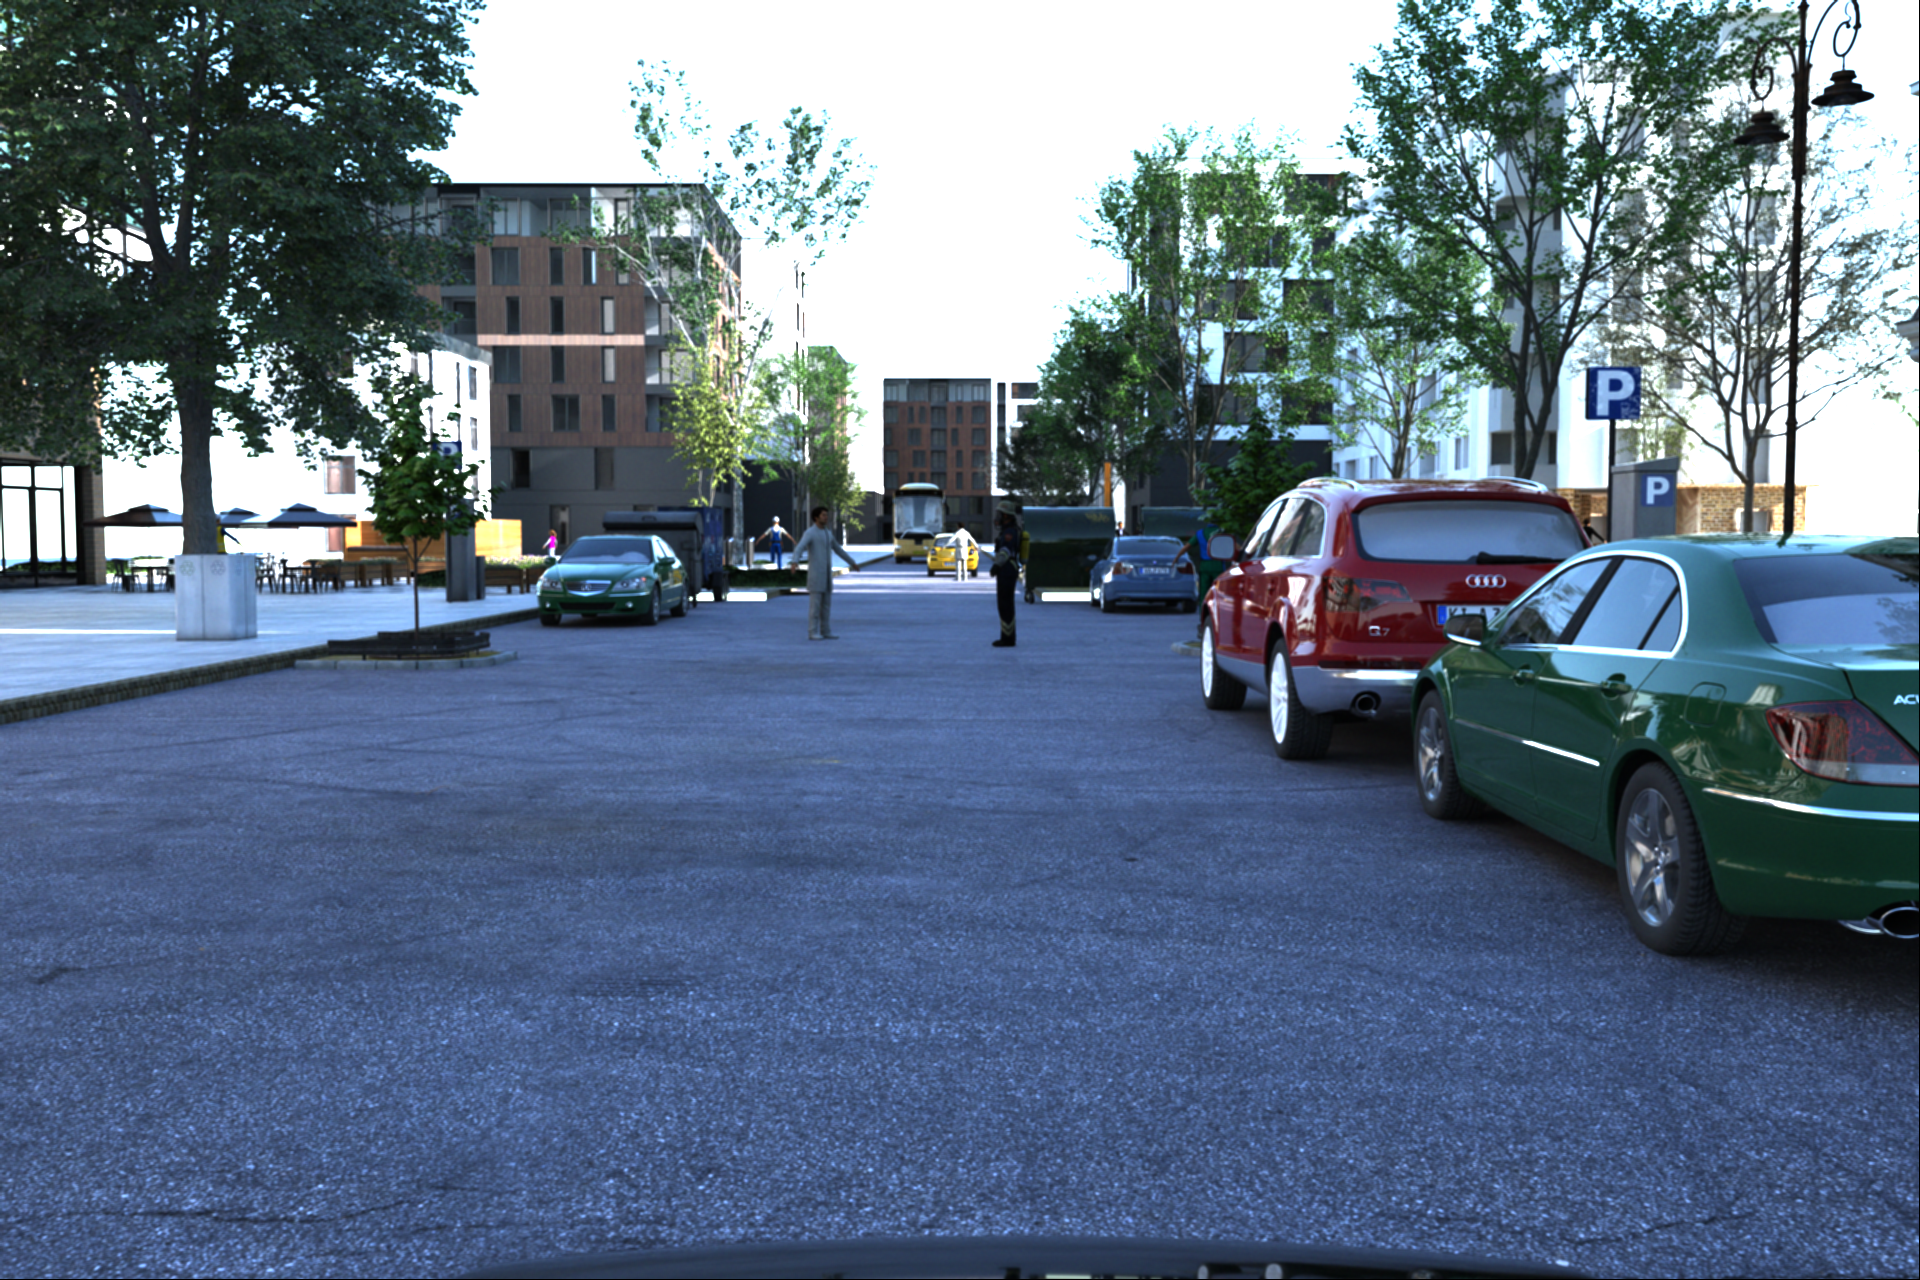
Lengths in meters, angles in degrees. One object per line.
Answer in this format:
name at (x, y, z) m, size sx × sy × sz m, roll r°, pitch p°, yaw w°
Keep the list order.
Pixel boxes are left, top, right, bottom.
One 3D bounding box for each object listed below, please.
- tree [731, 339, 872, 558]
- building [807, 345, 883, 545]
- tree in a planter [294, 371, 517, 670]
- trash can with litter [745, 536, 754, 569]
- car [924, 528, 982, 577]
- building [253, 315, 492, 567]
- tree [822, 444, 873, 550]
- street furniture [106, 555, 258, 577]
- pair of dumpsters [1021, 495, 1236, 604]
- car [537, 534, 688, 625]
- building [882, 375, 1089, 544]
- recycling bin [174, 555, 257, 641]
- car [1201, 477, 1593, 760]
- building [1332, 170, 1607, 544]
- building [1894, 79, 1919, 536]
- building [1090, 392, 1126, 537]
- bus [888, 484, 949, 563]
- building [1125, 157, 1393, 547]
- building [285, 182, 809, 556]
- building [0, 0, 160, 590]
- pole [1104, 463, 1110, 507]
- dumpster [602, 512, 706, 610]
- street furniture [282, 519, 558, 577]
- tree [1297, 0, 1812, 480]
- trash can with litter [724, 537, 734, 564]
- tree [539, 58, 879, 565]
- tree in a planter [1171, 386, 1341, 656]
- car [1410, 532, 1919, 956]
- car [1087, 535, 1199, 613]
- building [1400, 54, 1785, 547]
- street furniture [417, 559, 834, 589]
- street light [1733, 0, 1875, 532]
tree at (-8.394, -10.140, 91.545) m, size 9.928 × 11.665 × 9.643 m, roll 0°, pitch 3°, yaw 0°
building at (-23.942, -22.022, 204.029) m, size 27.936 × 21.610 × 32.646 m, roll 0°, pitch 4°, yaw 1°
tree in a planter at (-6.056, -1.345, 19.216) m, size 1.991 × 3.239 × 1.994 m, roll 0°, pitch 4°, yaw 1°
trash can with litter at (-6.297, -2.579, 53.227) m, size 1.678 × 1.210 × 2.233 m, roll 0°, pitch 4°, yaw 2°
car at (-0.254, -3.011, 59.455) m, size 2.015 × 1.641 × 3.980 m, roll 0°, pitch 3°, yaw 0°
building at (-26.191, -8.443, 80.196) m, size 9.099 × 9.664 × 28.070 m, roll 0°, pitch 4°, yaw 0°
tree at (-9.262, -11.558, 139.343) m, size 4.737 × 8.622 × 4.395 m, roll 0°, pitch 3°, yaw 0°
street furniture at (-26.440, -2.459, 55.831) m, size 5.734 × 0.657 × 10.072 m, roll 0°, pitch 4°, yaw 2°
pair of dumpsters at (3.457, -1.901, 36.038) m, size 4.436 × 2.255 × 1.574 m, roll 0°, pitch 4°, yaw -1°
car at (-5.665, -1.032, 28.665) m, size 2.131 × 1.459 × 4.920 m, roll 0°, pitch 4°, yaw 0°
building at (1.879, -23.756, 234.838) m, size 32.646 × 21.610 × 27.936 m, roll 0°, pitch 3°, yaw 0°
recycling bin at (-9.080, -0.526, 21.146) m, size 0.722 × 1.027 × 0.722 m, roll 0°, pitch 4°, yaw 0°
car at (3.026, -0.237, 12.541) m, size 2.281 × 1.827 × 5.304 m, roll 0°, pitch 4°, yaw 0°
building at (25.016, -14.370, 91.365) m, size 16.016 × 20.090 × 11.380 m, roll 0°, pitch 4°, yaw 0°
building at (26.940, -14.759, 27.208) m, size 13.634 × 28.700 × 20.117 m, roll 0°, pitch 4°, yaw 0°
building at (22.941, -19.172, 179.916) m, size 16.747 × 18.905 × 31.486 m, roll 0°, pitch 4°, yaw 0°
bus at (-2.000, -5.895, 87.925) m, size 2.896 × 3.916 × 12.252 m, roll 0°, pitch 4°, yaw 0°
building at (24.260, -16.302, 110.506) m, size 27.936 × 21.610 × 32.646 m, roll 0°, pitch 3°, yaw 0°
building at (-25.474, -16.713, 117.230) m, size 27.936 × 21.610 × 32.646 m, roll 0°, pitch 4°, yaw 0°
building at (-31.559, -13.314, 24.263) m, size 21.656 × 26.213 × 47.522 m, roll 0°, pitch 4°, yaw 0°
pole at (4.220, -3.416, 49.697) m, size 0.158 × 3.312 × 0.155 m, roll 0°, pitch 3°, yaw 0°
dumpster at (-5.877, -1.530, 33.229) m, size 1.865 × 1.857 × 1.264 m, roll 0°, pitch 4°, yaw 0°
street furniture at (-15.178, -2.897, 54.225) m, size 9.812 × 1.723 × 11.010 m, roll 0°, pitch 4°, yaw 4°
tree at (9.904, -6.364, 29.807) m, size 9.928 × 11.665 × 9.643 m, roll 0°, pitch 3°, yaw 0°
trash can with litter at (-6.428, -2.339, 49.296) m, size 1.678 × 1.210 × 2.233 m, roll 0°, pitch 4°, yaw 0°
tree at (-10.587, -13.165, 71.144) m, size 12.611 × 20.169 × 13.585 m, roll 0°, pitch 3°, yaw 0°
tree in a planter at (3.613, -1.452, 20.965) m, size 1.991 × 3.239 × 1.994 m, roll 0°, pitch 4°, yaw -1°
car at (3.275, 0.274, 7.317) m, size 2.131 × 1.459 × 4.920 m, roll 0°, pitch 3°, yaw 0°
car at (3.448, -1.273, 32.817) m, size 2.014 × 1.417 × 4.499 m, roll 0°, pitch 3°, yaw 0°
building at (24.444, -13.347, 74.646) m, size 16.016 × 20.090 × 11.380 m, roll 0°, pitch 4°, yaw 0°
street furniture at (-7.998, -1.672, 42.966) m, size 10.072 × 0.657 × 5.734 m, roll 0°, pitch 4°, yaw 6°
street light at (7.172, -2.575, 14.894) m, size 0.468 × 5.910 × 1.993 m, roll 0°, pitch 3°, yaw 0°
